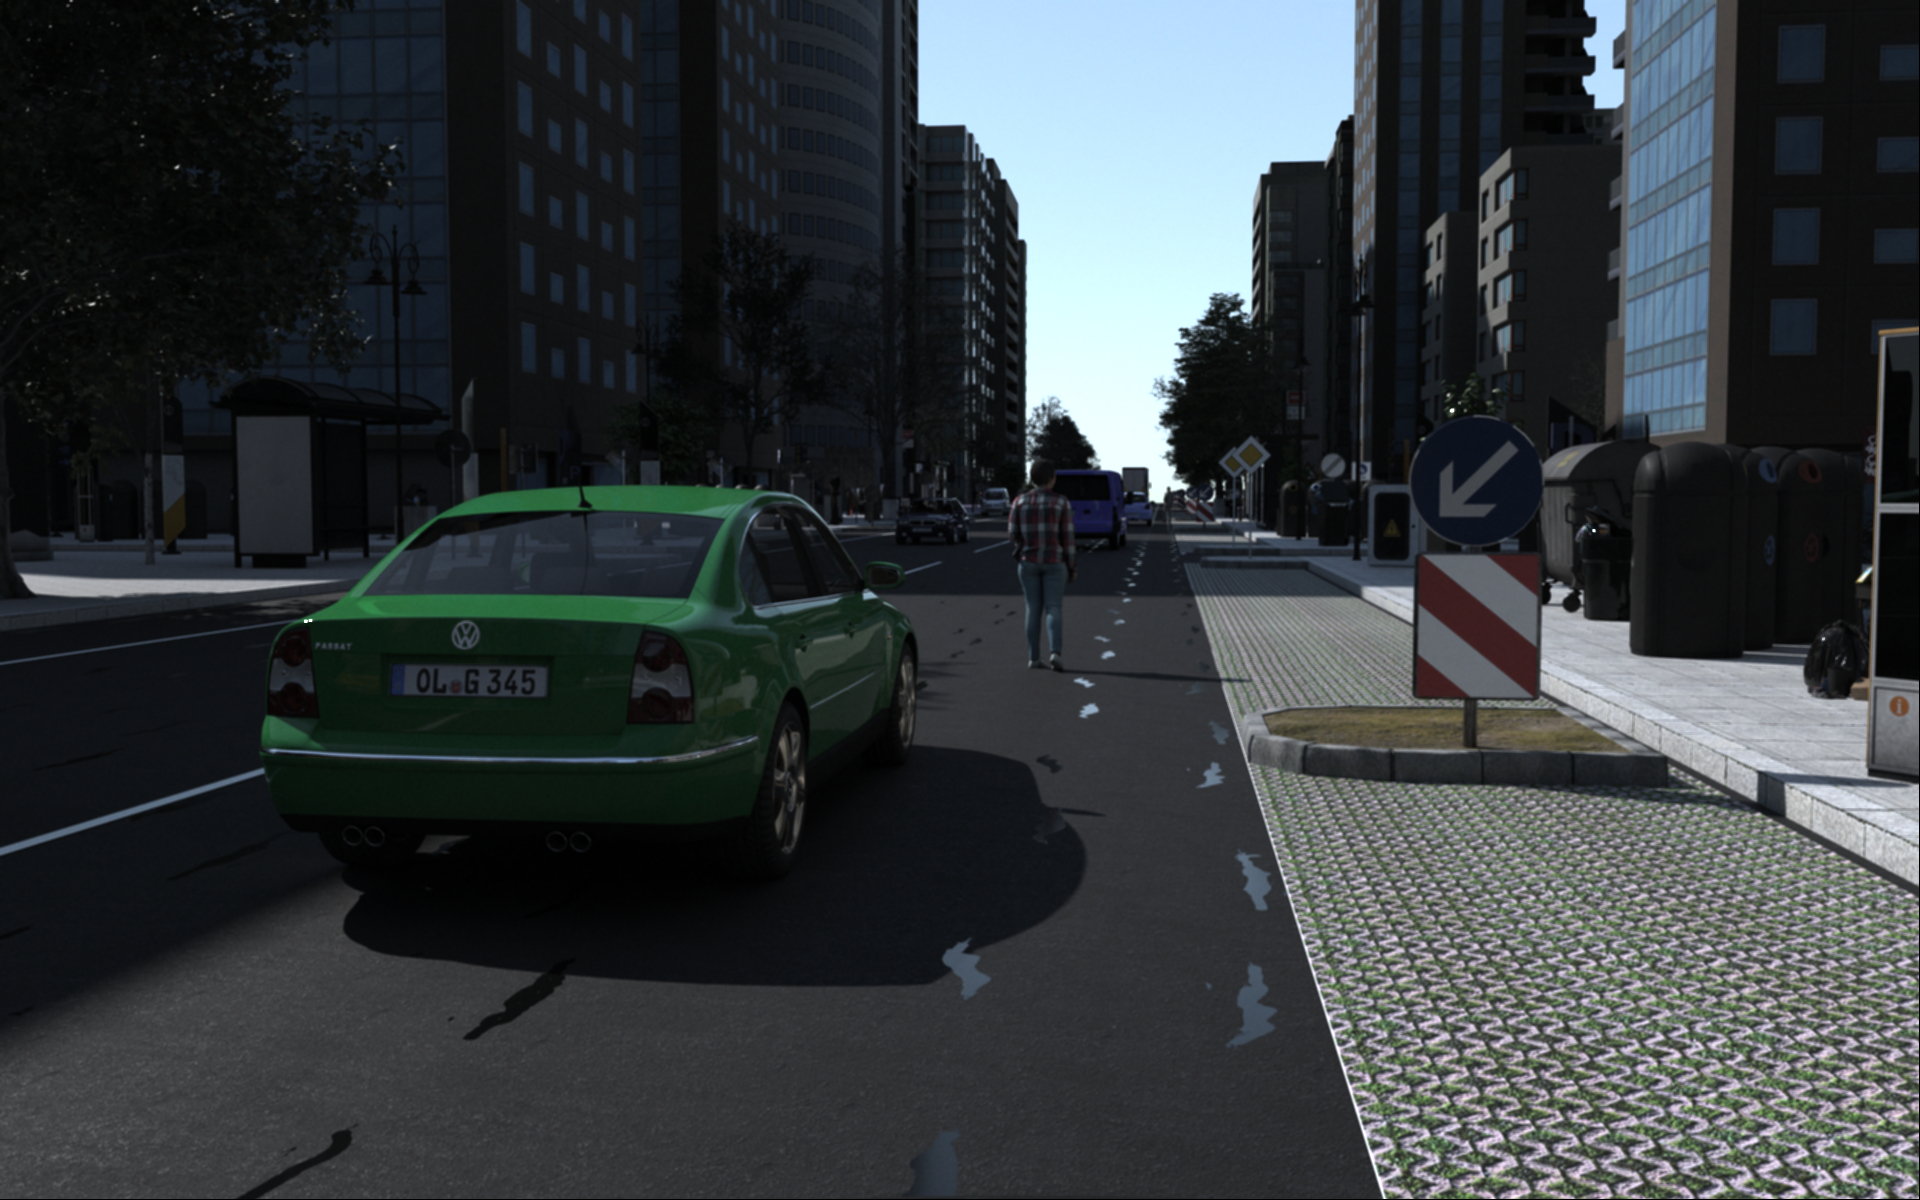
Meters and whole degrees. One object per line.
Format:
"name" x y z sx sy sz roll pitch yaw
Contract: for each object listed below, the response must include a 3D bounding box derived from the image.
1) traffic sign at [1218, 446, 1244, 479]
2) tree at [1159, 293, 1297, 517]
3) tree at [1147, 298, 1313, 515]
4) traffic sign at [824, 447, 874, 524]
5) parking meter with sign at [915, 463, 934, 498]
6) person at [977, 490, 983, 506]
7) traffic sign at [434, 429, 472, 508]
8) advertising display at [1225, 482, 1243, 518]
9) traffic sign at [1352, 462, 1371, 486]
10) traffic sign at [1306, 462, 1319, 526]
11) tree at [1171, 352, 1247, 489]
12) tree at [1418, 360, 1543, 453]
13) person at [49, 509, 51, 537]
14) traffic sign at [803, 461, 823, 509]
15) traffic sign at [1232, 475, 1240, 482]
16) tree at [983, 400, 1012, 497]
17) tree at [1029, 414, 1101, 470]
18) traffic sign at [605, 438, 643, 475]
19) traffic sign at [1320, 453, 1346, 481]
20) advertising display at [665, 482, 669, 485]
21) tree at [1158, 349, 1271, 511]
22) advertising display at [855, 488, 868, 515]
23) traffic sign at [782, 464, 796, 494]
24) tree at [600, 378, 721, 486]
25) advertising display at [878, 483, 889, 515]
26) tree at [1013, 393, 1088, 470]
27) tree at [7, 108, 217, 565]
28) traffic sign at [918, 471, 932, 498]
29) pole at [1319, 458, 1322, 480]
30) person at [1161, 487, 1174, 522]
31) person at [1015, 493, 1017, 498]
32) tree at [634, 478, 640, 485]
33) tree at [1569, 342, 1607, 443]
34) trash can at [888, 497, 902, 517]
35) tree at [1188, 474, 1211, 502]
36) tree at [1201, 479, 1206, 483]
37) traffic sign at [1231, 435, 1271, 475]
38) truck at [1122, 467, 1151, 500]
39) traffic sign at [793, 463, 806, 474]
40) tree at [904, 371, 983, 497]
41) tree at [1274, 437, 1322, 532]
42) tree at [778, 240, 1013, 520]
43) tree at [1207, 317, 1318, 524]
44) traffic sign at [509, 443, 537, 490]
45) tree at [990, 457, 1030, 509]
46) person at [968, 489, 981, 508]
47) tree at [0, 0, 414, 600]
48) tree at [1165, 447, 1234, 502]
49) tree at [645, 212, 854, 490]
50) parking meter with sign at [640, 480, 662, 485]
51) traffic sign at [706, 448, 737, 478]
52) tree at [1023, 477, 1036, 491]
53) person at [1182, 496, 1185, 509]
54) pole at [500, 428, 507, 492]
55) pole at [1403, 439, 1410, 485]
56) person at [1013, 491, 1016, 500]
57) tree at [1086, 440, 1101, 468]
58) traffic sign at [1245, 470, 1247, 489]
"traffic sign" 6.692 -2.445 42.166 0.795 2.593 0.064 0 4 7
"tree" 15.158 -10.998 97.945 7.486 12.596 7.792 0 3 0
"tree" 16.702 -12.100 108.211 12.009 13.543 11.850 0 3 0
"traffic sign" -4.828 -4.984 75.359 2.265 3.308 0.079 1 4 12
"parking meter with sign" -1.845 -6.190 97.474 0.543 3.016 1.738 -2 4 -35
"person" 2.318 -11.127 188.655 1.217 1.739 0.721 2 4 28
"traffic sign" -9.907 -2.062 33.821 0.768 2.556 0.104 0 4 8
"advertising display" 14.701 -5.371 93.029 0.974 1.923 0.123 2 4 30
"traffic sign" 12.658 -3.213 54.668 0.606 2.300 0.079 1 4 15
"traffic sign" 13.977 -4.255 69.575 0.884 2.594 0.081 1 4 13
"tree" 22.455 -14.878 149.915 9.857 13.997 8.962 0 3 0
"tree" 7.329 -1.866 25.103 1.663 3.219 1.824 0 3 0
"person" -22.255 -2.013 41.978 0.524 1.755 0.480 2 4 34
"traffic sign" -5.572 -4.015 65.758 0.768 2.556 0.104 0 4 8
"traffic sign" 18.472 -7.072 115.728 0.768 2.556 0.104 1 4 13
"tree" 2.079 -11.050 131.031 4.360 8.622 3.978 0 3 0
"tree" 16.129 -20.968 259.826 9.611 12.733 9.660 0 3 0
"traffic sign" -6.941 -2.052 35.734 0.795 2.593 0.064 0 4 7
"traffic sign" 11.662 -3.309 54.209 0.768 2.556 0.104 1 4 12
"advertising display" -14.113 -4.676 81.668 0.974 1.923 0.123 2 4 29
"tree" 19.846 -13.167 132.292 9.611 12.733 9.660 0 3 0
"advertising display" -6.744 -6.866 117.470 0.123 1.923 0.974 3 4 37
"traffic sign" -7.136 -4.458 73.000 0.768 2.556 0.104 0 4 8
"tree" -8.537 -4.013 49.322 4.285 4.588 4.351 0 3 0
"advertising display" -4.573 -6.037 103.911 0.123 1.923 0.974 2 4 34
"tree" 10.575 -18.368 210.687 12.009 13.543 11.850 0 3 0
"tree" -14.995 -4.951 31.318 4.737 8.622 4.395 0 3 0
"traffic sign" -1.934 -5.829 95.414 0.768 2.556 0.104 1 4 14
"pole" 20.425 -6.379 98.139 0.158 3.312 0.155 0 3 0
"person" 10.682 -4.904 88.782 0.635 1.810 0.391 2 4 29
"person" 7.309 -13.508 228.367 0.415 1.643 0.593 -1 4 -12
"tree" -15.532 -5.463 83.916 1.663 3.219 1.824 0 3 0
"tree" 30.840 -8.080 82.468 4.360 8.622 3.978 0 3 0
"trash can" -3.247 -4.557 86.159 0.748 1.137 0.748 0 3 0
"tree" 29.425 -13.996 212.544 4.285 4.588 4.351 0 3 0
"tree" 22.887 -12.994 162.814 4.360 8.622 3.978 0 3 0
"traffic sign" 5.765 -1.960 34.234 0.795 2.593 0.064 0 4 7
"truck" 19.024 -12.116 187.010 2.839 4.237 11.283 1 4 8
"traffic sign" -6.561 -4.369 71.540 0.768 2.556 0.104 1 4 15
"tree" -1.241 -9.209 100.937 4.360 8.622 3.978 0 3 0
"tree" 11.234 -3.930 58.863 1.663 3.219 1.824 0 3 0
"tree" -3.602 -10.639 84.311 12.009 13.543 11.850 0 3 0
"tree" 12.825 -7.497 72.935 4.360 8.622 3.978 0 3 0
"traffic sign" -8.812 -2.006 34.925 0.606 2.300 0.079 1 4 13
"tree" 4.347 -10.172 150.023 4.285 4.588 4.351 0 3 0
"person" 1.357 -9.349 158.904 1.348 1.822 0.705 0 4 -2
"tree" -11.817 -6.360 20.987 9.611 12.733 9.660 0 3 0
"tree" 35.471 -20.068 262.531 8.767 10.594 7.601 -2 4 -26
"tree" -7.352 -7.587 58.466 8.767 10.594 7.601 3 4 37
"parking meter with sign" -9.464 -3.469 52.984 0.543 3.016 1.738 -2 4 -31
"traffic sign" -6.014 -2.537 43.666 0.795 2.593 0.064 0 4 7
"tree" 7.136 -11.048 175.240 1.663 3.219 1.824 0 3 0
"person" 20.953 -9.419 163.184 0.721 1.739 1.217 1 4 18
"pole" -14.048 -3.641 53.368 0.158 3.312 0.155 0 3 0
"pole" 16.525 -4.299 64.135 0.158 3.312 0.155 0 3 0
"person" 6.944 -13.217 222.829 0.721 1.739 1.217 0 4 1
"tree" 18.748 -20.874 275.699 8.767 10.594 7.601 1 4 19
"traffic sign" 16.124 -5.945 91.073 2.265 3.308 0.079 1 4 12
